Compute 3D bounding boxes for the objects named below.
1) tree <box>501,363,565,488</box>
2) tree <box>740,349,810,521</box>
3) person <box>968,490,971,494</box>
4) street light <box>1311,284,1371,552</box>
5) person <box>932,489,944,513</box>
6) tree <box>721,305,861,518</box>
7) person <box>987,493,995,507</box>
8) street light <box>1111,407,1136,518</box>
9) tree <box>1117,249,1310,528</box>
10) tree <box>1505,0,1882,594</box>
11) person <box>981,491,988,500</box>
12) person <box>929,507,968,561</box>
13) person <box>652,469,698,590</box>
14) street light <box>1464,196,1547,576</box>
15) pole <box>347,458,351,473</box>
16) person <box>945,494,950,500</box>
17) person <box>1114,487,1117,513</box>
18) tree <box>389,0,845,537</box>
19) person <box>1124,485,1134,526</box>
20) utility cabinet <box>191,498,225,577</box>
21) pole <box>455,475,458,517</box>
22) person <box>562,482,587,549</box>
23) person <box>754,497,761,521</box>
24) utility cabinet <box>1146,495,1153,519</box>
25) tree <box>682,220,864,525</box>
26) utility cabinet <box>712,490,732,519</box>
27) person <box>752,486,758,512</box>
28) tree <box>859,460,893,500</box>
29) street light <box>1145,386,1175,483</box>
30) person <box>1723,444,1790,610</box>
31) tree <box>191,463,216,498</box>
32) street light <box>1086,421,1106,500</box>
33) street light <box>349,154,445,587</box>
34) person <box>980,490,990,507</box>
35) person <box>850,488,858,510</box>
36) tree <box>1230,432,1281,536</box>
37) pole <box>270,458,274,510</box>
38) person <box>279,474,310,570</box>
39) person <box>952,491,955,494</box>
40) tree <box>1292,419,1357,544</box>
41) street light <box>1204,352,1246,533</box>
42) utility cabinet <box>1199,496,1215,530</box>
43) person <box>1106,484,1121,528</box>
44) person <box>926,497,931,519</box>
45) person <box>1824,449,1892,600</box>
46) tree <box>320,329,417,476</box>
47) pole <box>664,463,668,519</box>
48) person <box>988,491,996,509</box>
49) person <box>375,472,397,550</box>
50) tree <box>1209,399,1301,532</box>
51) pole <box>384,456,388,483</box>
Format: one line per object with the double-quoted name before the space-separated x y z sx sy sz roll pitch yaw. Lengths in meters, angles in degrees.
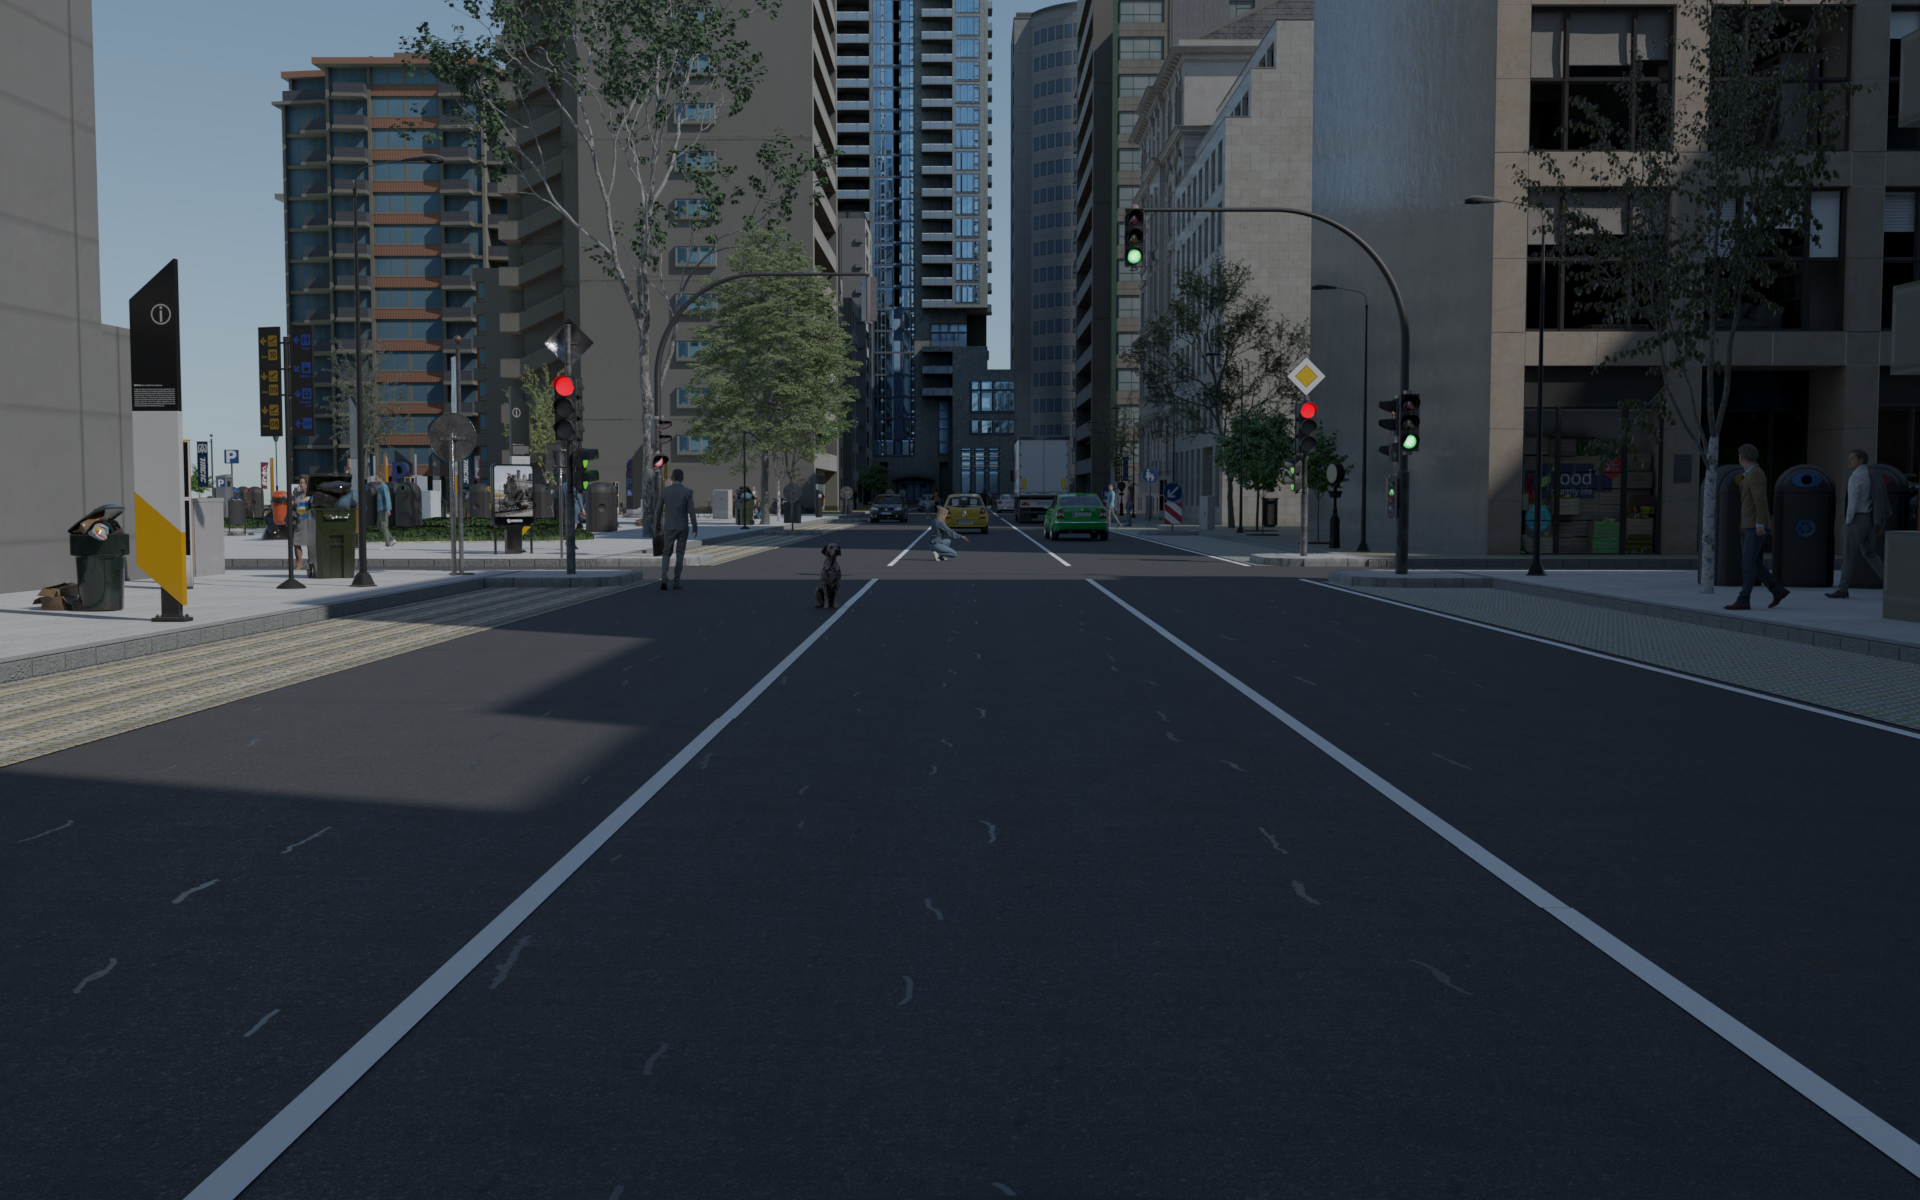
"tree" -23.241 -8.946 96.622 4.737 8.622 4.395 0 3 0
"tree" -8.585 -8.013 81.368 4.360 8.622 3.978 0 3 0
"person" 1.016 -10.122 173.934 1.348 1.831 0.705 3 5 40
"street light" 8.468 -4.035 38.520 1.470 5.913 1.316 0 4 0
"person" -1.749 -7.579 132.509 0.705 1.812 1.348 -3 5 -42
"tree" -9.275 -10.314 94.391 9.928 11.665 9.643 0 3 0
"person" 3.183 -10.780 184.888 1.348 1.807 0.705 0 4 -8
"street light" 8.731 -7.334 92.456 1.470 5.913 1.316 0 4 0
"tree" 10.278 -8.010 65.383 8.767 10.594 7.601 0 4 1
"tree" 9.543 -4.398 22.274 4.360 8.622 3.978 0 3 0
"person" 2.335 -9.451 163.560 0.617 1.759 0.750 1 4 15
"person" -0.358 -1.435 37.466 0.738 1.151 1.012 -2 4 -24
"person" -4.301 -1.071 26.137 0.709 1.813 0.853 0 4 -2
"street light" 8.551 -3.340 27.142 1.470 5.913 1.316 0 4 0
"pole" -34.868 -6.431 98.990 0.158 3.312 0.155 0 3 0
"person" -1.167 -10.019 175.493 0.799 1.438 0.628 2 4 32
"person" 10.580 -6.810 118.060 0.621 1.740 0.551 -1 4 -12
"tree" -9.742 -11.834 49.376 12.611 20.169 13.585 0 3 0
"person" 7.445 -4.136 76.138 0.388 1.821 0.555 2 4 31
"utility cabinet" -11.936 -0.982 27.225 0.306 1.237 1.020 0 4 2
"pole" -21.005 -4.778 71.957 0.158 3.312 0.155 0 3 0
"person" -8.968 -2.070 39.913 0.581 1.822 0.654 2 4 29
"person" -9.601 -4.323 82.218 0.738 1.151 1.012 -3 5 -41
"utility cabinet" 9.898 -4.855 90.540 0.306 1.237 1.020 1 4 11
"tree" -7.776 -9.435 72.382 7.486 12.596 7.792 0 3 0
"utility cabinet" -12.046 -4.836 87.739 1.173 1.500 0.318 3 5 40
"person" -12.147 -5.839 102.054 0.519 1.759 0.362 -1 4 -16
"tree" -8.140 -11.190 166.664 4.285 4.588 4.351 0 3 0
"street light" 8.651 -6.235 74.486 1.470 5.913 1.316 0 4 0
"person" 8.867 -0.817 19.306 0.836 1.842 0.656 -1 4 -10
"tree" -40.868 -6.041 93.369 1.663 3.219 1.824 0 3 0
"street light" 8.761 -8.453 110.755 1.470 5.913 1.316 0 4 0
"street light" -7.738 -3.137 23.839 1.470 5.913 1.316 0 4 0
"person" 2.085 -8.764 151.932 1.348 1.807 0.705 -1 4 -23
"person" -8.604 -8.218 140.931 0.721 1.766 1.217 -2 4 -32
"tree" 9.458 -3.612 53.651 1.663 3.219 1.824 0 3 0
"pole" -38.596 -6.321 97.198 0.158 3.312 0.155 0 3 0
"person" -11.777 -1.343 30.813 0.716 1.782 0.532 2 4 23
"person" -0.510 -9.407 163.135 1.217 1.723 0.721 -3 5 -43
"tree" 9.392 -3.063 44.681 1.663 3.219 1.824 0 3 0
"street light" 8.705 -5.158 56.874 1.470 5.913 1.316 0 4 0
"utility cabinet" 8.936 -3.150 62.668 0.306 1.237 1.020 -1 4 -9
"person" 6.370 -3.914 72.363 0.748 1.841 0.638 1 4 9
"person" -1.836 -5.357 100.775 0.332 1.250 0.352 1 4 9
"person" 11.030 -0.916 21.122 0.679 1.850 0.850 -3 4 -37
"tree" -26.933 -7.824 78.289 4.360 8.622 3.978 0 3 0
"pole" -12.776 -4.975 75.180 0.158 3.312 0.155 0 3 0
"person" 2.975 -9.853 170.329 1.217 1.736 0.721 2 4 26
"person" -13.152 -2.034 39.645 0.444 1.785 0.601 -1 4 -11
"tree" 10.304 -4.649 59.732 4.285 4.588 4.351 0 3 0
"pole" -30.399 -5.989 91.768 0.158 3.312 0.155 0 3 0
